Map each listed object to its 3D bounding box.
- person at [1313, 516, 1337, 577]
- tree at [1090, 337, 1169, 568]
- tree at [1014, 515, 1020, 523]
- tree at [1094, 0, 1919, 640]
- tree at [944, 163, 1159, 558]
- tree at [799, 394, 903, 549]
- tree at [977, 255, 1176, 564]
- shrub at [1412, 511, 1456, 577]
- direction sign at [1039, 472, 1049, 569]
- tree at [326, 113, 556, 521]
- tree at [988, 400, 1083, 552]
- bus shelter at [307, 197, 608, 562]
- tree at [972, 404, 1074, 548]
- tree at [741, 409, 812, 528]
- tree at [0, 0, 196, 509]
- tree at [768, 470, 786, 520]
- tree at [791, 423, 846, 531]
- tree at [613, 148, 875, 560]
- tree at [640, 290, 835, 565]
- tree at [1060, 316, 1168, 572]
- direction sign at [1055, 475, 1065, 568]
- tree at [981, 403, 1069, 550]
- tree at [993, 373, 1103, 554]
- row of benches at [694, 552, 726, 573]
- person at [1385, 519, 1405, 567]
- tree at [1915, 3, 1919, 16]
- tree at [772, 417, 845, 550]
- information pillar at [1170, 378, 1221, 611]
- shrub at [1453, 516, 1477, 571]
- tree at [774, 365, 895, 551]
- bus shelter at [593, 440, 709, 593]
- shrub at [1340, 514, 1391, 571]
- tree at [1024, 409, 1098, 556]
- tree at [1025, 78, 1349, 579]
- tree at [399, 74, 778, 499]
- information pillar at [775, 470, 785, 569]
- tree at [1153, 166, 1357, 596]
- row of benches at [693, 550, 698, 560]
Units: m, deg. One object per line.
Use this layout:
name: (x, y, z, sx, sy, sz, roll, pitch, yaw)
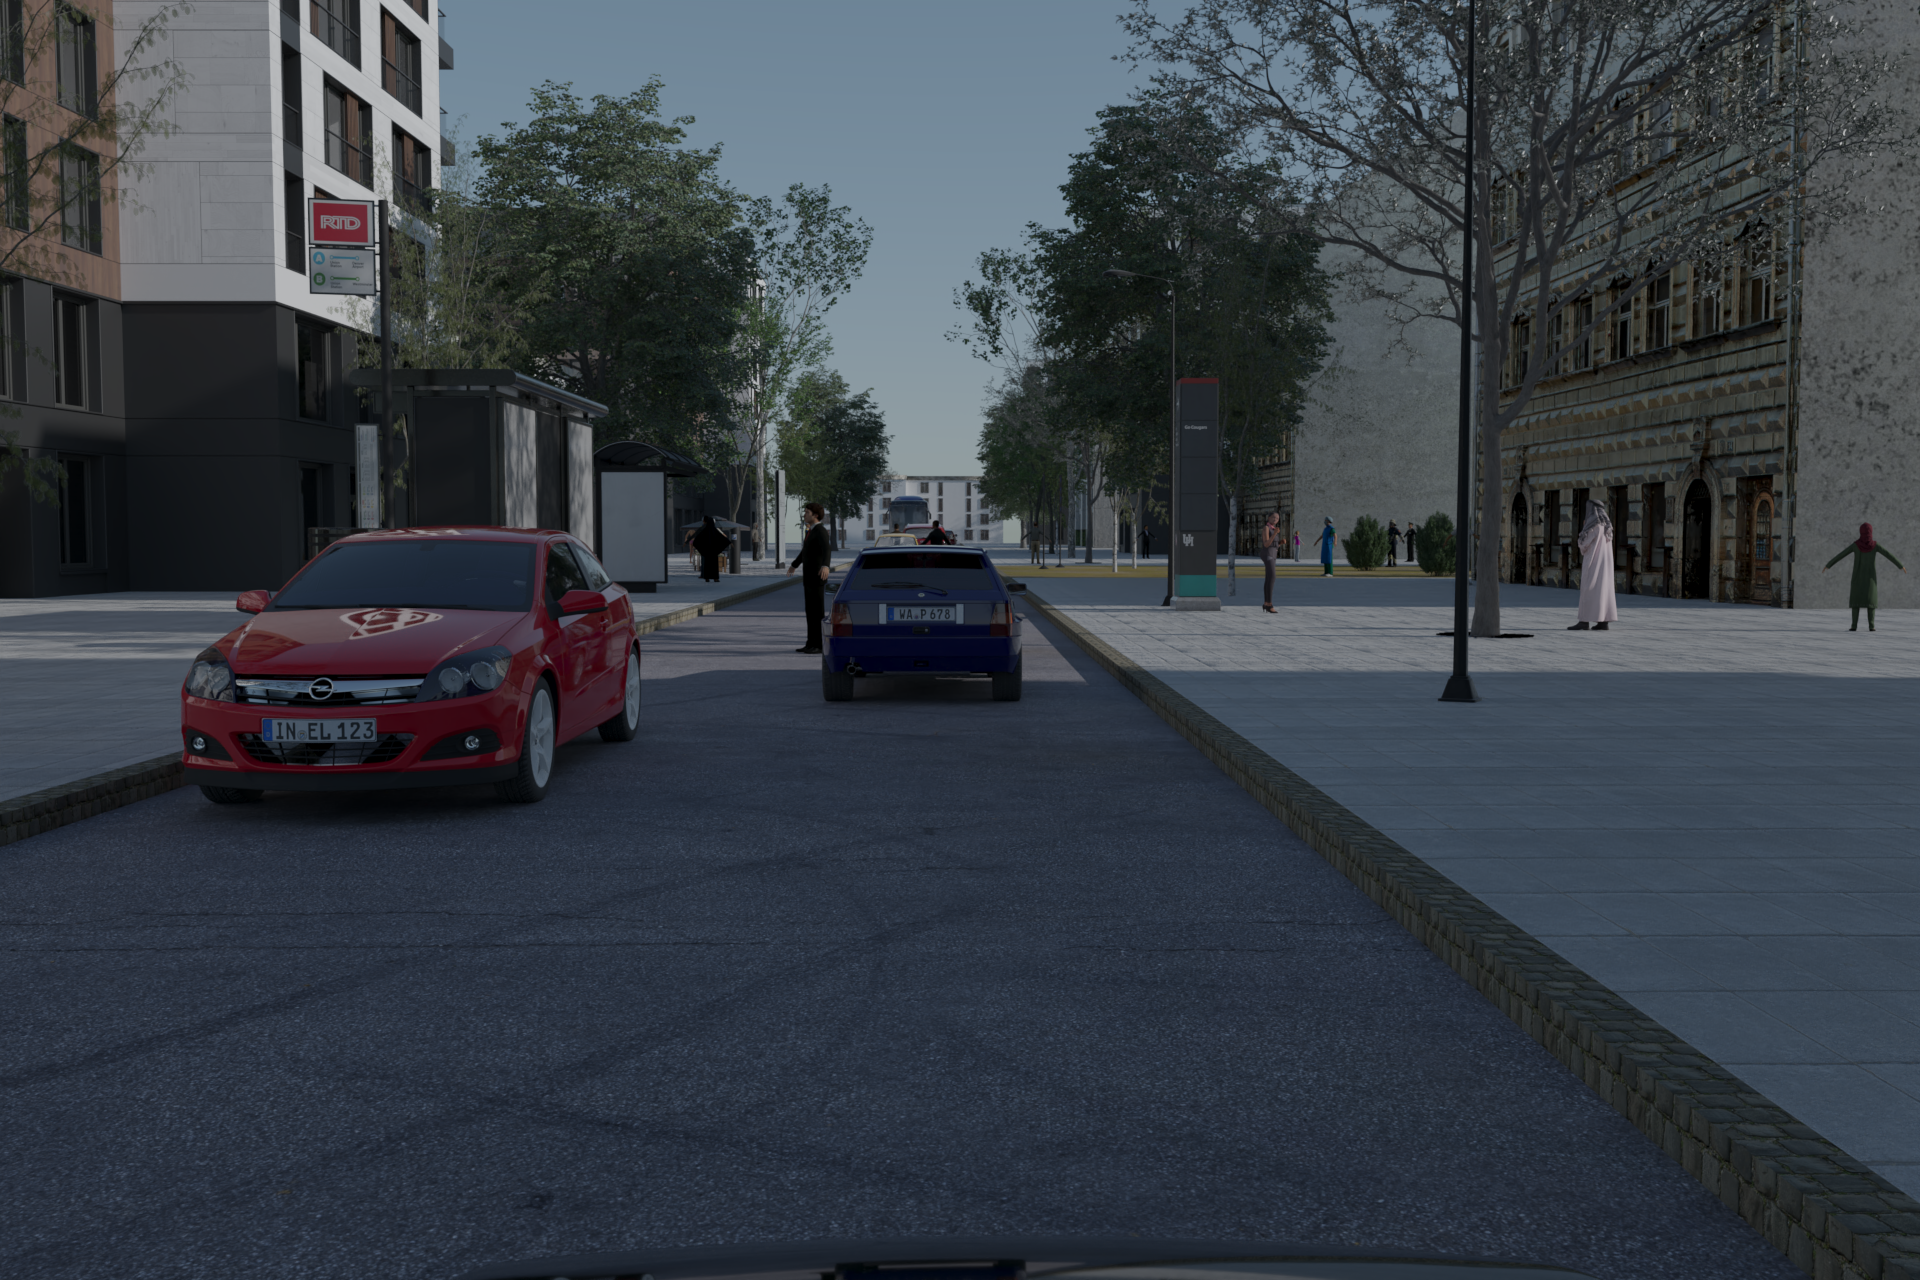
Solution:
person: (11.104, -2.830, 52.400, 0.704, 1.817, 1.347, -1, 4, -16)
tree: (6.468, -6.985, 64.564, 4.360, 8.622, 3.978, 0, 3, 0)
tree: (9.934, -18.261, 248.922, 4.360, 8.622, 3.978, 0, 3, 0)
tree: (6.705, -6.776, 21.163, 12.009, 13.543, 11.850, 0, 3, 0)
tree: (5.523, -14.386, 91.107, 12.611, 20.169, 13.585, 0, 3, 0)
tree: (-10.173, -14.577, 148.708, 12.009, 13.543, 11.850, 0, 3, 0)
tree: (5.767, -10.084, 75.245, 12.009, 13.543, 11.850, 0, 3, 0)
shrub: (14.477, -2.928, 52.296, 1.690, 2.028, 1.600, 0, 3, 0)
direction sign: (3.066, -4.363, 63.334, 0.379, 3.537, 0.876, 0, 4, 0)
tree: (-9.423, -4.907, 30.599, 4.360, 8.622, 3.978, 0, 3, 0)
tree: (5.517, -11.953, 121.193, 9.928, 11.665, 9.643, 0, 3, 0)
bus shelter: (-6.705, -2.803, 23.464, 2.179, 5.291, 8.768, 0, 4, 0)
tree: (5.600, -15.145, 154.267, 9.857, 13.997, 8.962, 0, 3, 0)
tree: (-10.233, -9.076, 98.763, 4.737, 8.622, 4.395, 0, 3, 0)
tree: (-9.736, -3.973, 15.318, 4.360, 8.622, 3.978, 0, 3, 0)
tree: (-28.114, -19.113, 246.913, 7.601, 10.594, 8.767, 0, 4, 2)
tree: (-9.727, -10.105, 115.583, 4.737, 8.622, 4.395, 0, 3, 0)
tree: (-11.376, -14.128, 86.874, 12.611, 20.169, 13.585, 0, 3, 0)
tree: (-9.329, -8.947, 72.034, 9.928, 11.665, 9.643, 0, 3, 0)
tree: (4.983, -6.596, 58.200, 4.360, 8.622, 3.978, 0, 3, 0)
direction sign: (3.841, -4.549, 66.377, 0.379, 3.537, 0.876, 0, 4, -2)
tree: (5.446, -13.678, 141.765, 7.486, 12.596, 7.792, 0, 3, 0)
tree: (5.752, -11.357, 111.438, 9.928, 11.665, 9.643, 0, 3, 0)
row of benches: (-8.536, -2.668, 59.078, 1.422, 0.672, 4.104, -1, 4, -15)
person: (16.640, -3.730, 66.761, 0.705, 1.856, 1.354, -3, 4, -36)
tree: (6.553, -4.964, 6.921, 9.928, 11.665, 9.643, 0, 3, 0)
tree: (-9.394, -9.469, 105.173, 4.737, 8.622, 4.395, 0, 3, 0)
information pillar: (3.967, -2.429, 29.097, 0.750, 3.857, 0.750, 0, 4, 0)
shrub: (17.773, -3.426, 60.056, 1.661, 2.075, 1.752, 0, 3, 0)
tree: (-9.428, -13.609, 129.157, 9.857, 13.997, 8.962, 0, 3, 0)
bus shelter: (-7.177, -2.824, 40.097, 2.014, 3.302, 5.546, 0, 4, -1)
shrub: (14.144, -3.418, 60.308, 1.690, 2.028, 1.600, 0, 3, 0)
tree: (6.027, -9.348, 103.197, 4.737, 8.622, 4.395, 0, 3, 0)
tree: (6.311, -8.683, 48.627, 9.857, 13.997, 8.962, 0, 3, 0)
tree: (-9.873, -8.609, 47.407, 9.857, 13.997, 8.962, 0, 3, 0)
information pillar: (-6.650, -4.446, 64.008, 0.184, 3.620, 1.656, 0, 4, 2)
tree: (5.447, -5.211, 35.560, 4.360, 8.622, 3.978, 0, 3, 0)
row of benches: (-10.336, -3.314, 69.654, 1.422, 0.672, 4.104, -1, 4, -11)
